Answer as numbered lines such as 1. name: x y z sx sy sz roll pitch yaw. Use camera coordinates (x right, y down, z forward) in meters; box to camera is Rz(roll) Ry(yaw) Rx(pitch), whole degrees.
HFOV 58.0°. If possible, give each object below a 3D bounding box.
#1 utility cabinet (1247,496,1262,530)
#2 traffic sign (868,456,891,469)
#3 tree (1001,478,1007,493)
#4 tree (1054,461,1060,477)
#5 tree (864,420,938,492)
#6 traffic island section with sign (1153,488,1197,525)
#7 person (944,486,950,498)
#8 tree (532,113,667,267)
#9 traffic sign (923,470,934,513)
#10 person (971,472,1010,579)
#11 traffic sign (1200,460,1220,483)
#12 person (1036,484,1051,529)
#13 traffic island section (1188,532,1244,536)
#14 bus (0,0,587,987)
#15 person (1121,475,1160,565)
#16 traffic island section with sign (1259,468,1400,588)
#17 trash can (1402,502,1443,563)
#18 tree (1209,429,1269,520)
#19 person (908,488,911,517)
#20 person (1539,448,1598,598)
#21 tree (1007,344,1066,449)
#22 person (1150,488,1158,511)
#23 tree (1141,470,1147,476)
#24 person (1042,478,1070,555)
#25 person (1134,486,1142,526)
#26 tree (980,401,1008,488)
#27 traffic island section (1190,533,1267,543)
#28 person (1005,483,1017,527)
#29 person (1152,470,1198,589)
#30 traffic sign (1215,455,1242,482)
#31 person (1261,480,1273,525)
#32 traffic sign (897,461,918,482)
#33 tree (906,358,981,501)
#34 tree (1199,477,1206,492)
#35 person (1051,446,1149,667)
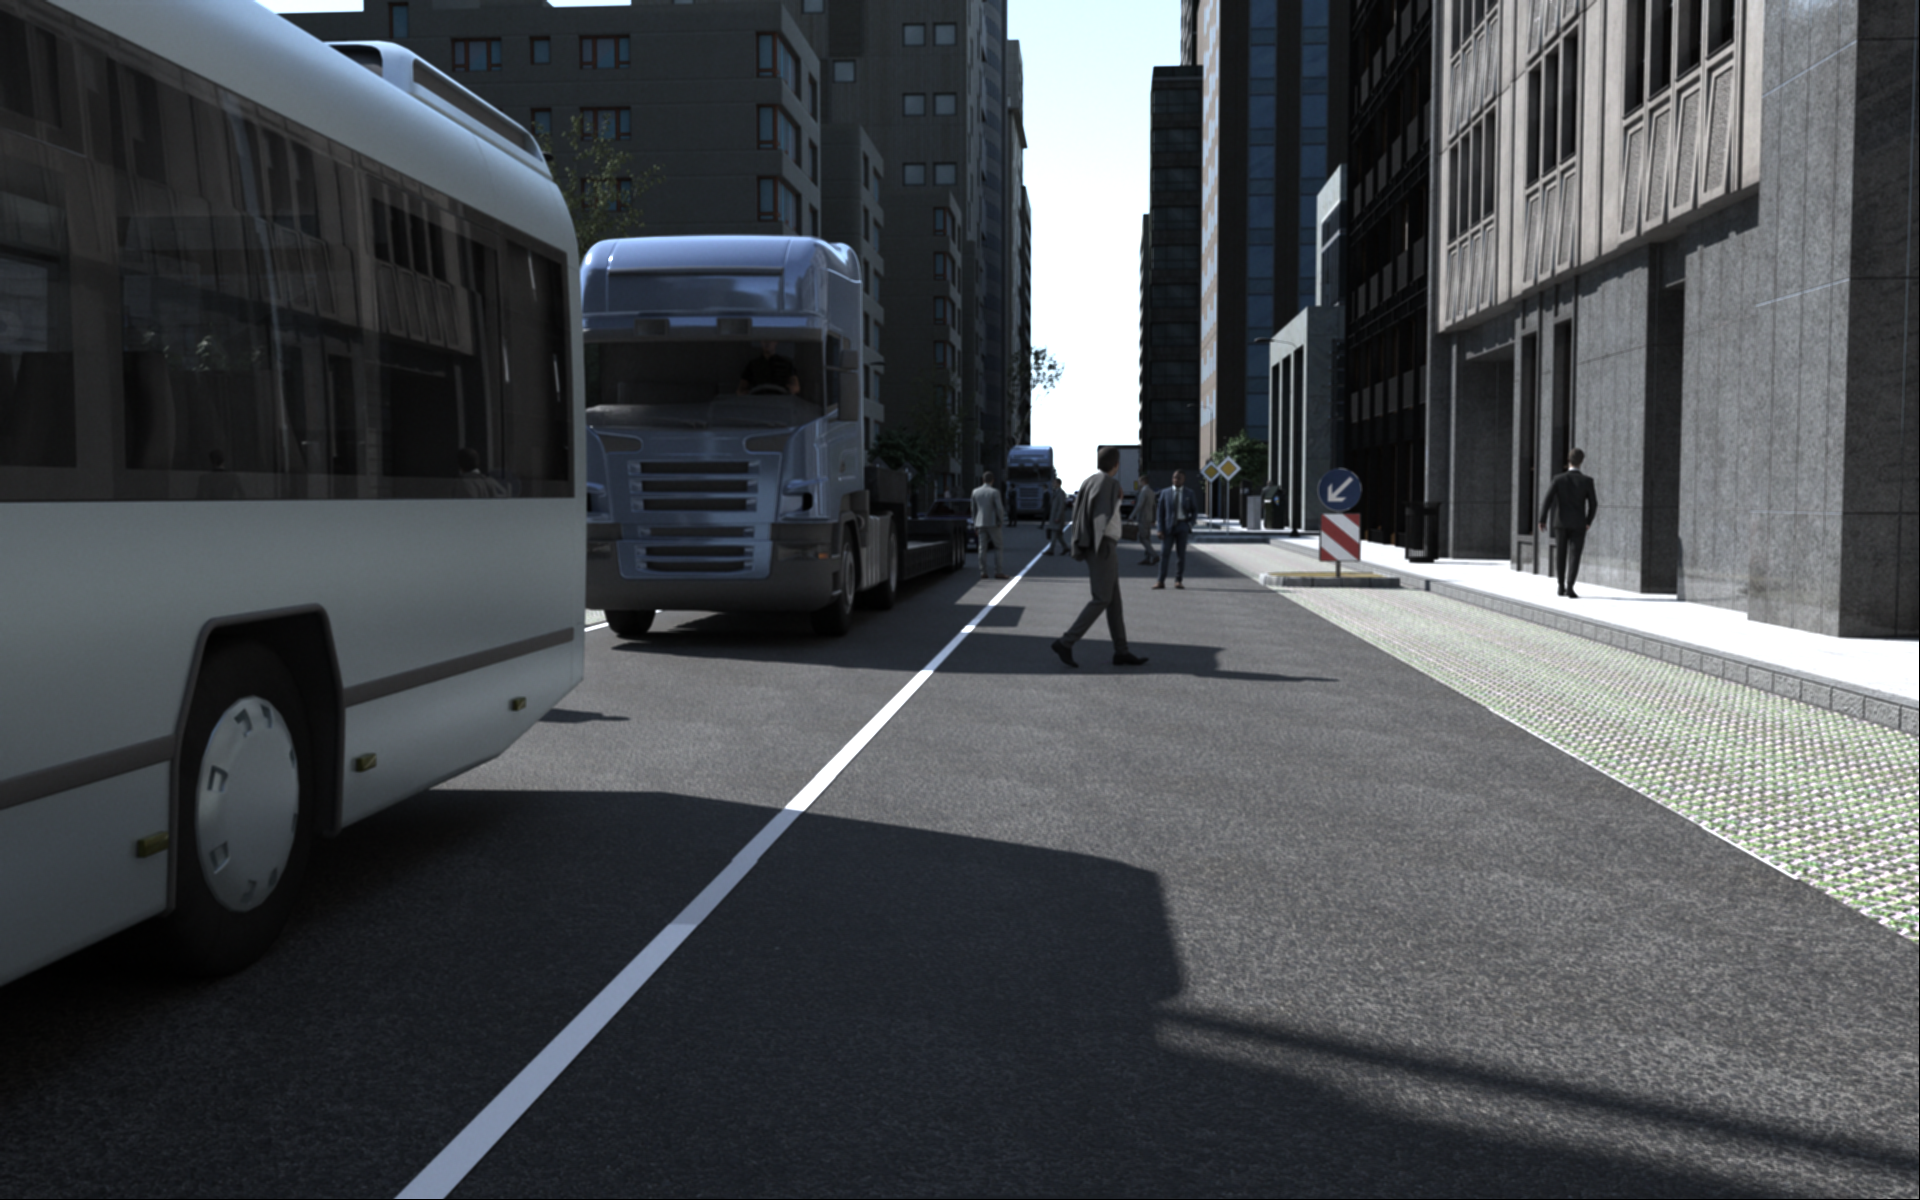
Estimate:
1. utility cabinet: 10.434 -3.077 61.477 0.306 1.237 1.020 1 4 22
2. traffic sign: -2.512 -3.090 52.709 0.795 2.593 0.064 0 4 5
3. tree: 5.145 -10.914 173.049 1.663 3.219 1.824 0 3 0
4. tree: 14.706 -21.016 293.979 4.737 8.622 4.395 0 3 0
5. tree: -2.653 -5.702 76.947 4.285 4.588 4.351 0 3 0
6. traffic island section with sign: 10.131 -4.471 81.726 1.989 1.847 2.006 0 4 5
7. person: -0.780 -5.568 97.755 0.598 1.740 0.731 -2 4 -34
8. tree: -7.547 -5.056 33.031 4.737 8.622 4.395 0 3 0
9. traffic sign: -1.657 -5.185 84.882 0.768 2.556 0.104 0 4 7
10. person: 0.491 -1.265 29.278 0.635 1.810 0.391 1 4 22
11. traffic sign: 8.684 -3.524 59.805 0.795 2.593 0.064 0 4 5
12. person: 3.484 -3.810 70.571 0.755 1.850 0.659 0 4 5
13. traffic island section: 8.708 -2.300 59.886 2.009 0.180 2.903 0 4 5
14. bus: -3.530 -0.440 2.051 2.948 3.499 13.247 0 4 4
15. person: 3.729 -1.619 35.088 0.853 1.813 0.709 2 4 26
16. traffic island section with sign: 5.774 -1.144 27.326 1.989 1.847 2.006 0 4 5
17. trash can: 8.666 -1.274 32.480 0.748 1.137 0.748 0 3 0
18. tree: 14.116 -6.252 85.940 4.285 4.588 4.351 0 3 0
19. person: -2.894 -5.480 95.729 0.616 1.811 0.778 2 4 33
20. person: 7.608 -0.966 21.610 0.659 1.850 0.755 2 4 26
21. tree: 5.175 -21.068 200.342 12.611 20.169 13.585 0 3 0
22. person: 10.391 -5.234 94.285 0.699 1.804 1.509 -1 4 -10
23. tree: 24.547 -14.965 228.397 4.285 4.588 4.351 0 3 0
24. person: 2.251 -1.959 40.631 0.767 1.812 0.694 -1 4 -11
25. person: 7.879 -4.133 76.175 0.694 1.812 0.767 3 5 40
26. tree: 1.302 -11.110 132.010 4.360 8.622 3.978 0 3 0
27. traffic island section: 8.071 -1.813 51.926 2.009 0.180 2.903 0 4 5
28. person: 2.248 -4.143 75.595 0.474 1.900 0.648 -1 4 -10
29. person: 3.255 -1.076 26.278 0.721 1.800 0.419 0 4 0
30. traffic sign: 8.046 -3.037 51.846 0.795 2.593 0.064 0 4 5
31. person: 11.879 -3.683 66.434 0.661 1.801 0.590 2 4 34
32. traffic sign: -1.875 -3.577 60.668 0.795 2.593 0.064 0 4 5
33. tree: -1.126 -8.833 94.778 4.737 8.622 4.395 0 3 0
34. tree: 15.316 -6.763 105.175 1.663 3.219 1.824 0 3 0
35. person: 1.177 -0.354 14.390 0.850 1.850 0.679 0 4 -8
